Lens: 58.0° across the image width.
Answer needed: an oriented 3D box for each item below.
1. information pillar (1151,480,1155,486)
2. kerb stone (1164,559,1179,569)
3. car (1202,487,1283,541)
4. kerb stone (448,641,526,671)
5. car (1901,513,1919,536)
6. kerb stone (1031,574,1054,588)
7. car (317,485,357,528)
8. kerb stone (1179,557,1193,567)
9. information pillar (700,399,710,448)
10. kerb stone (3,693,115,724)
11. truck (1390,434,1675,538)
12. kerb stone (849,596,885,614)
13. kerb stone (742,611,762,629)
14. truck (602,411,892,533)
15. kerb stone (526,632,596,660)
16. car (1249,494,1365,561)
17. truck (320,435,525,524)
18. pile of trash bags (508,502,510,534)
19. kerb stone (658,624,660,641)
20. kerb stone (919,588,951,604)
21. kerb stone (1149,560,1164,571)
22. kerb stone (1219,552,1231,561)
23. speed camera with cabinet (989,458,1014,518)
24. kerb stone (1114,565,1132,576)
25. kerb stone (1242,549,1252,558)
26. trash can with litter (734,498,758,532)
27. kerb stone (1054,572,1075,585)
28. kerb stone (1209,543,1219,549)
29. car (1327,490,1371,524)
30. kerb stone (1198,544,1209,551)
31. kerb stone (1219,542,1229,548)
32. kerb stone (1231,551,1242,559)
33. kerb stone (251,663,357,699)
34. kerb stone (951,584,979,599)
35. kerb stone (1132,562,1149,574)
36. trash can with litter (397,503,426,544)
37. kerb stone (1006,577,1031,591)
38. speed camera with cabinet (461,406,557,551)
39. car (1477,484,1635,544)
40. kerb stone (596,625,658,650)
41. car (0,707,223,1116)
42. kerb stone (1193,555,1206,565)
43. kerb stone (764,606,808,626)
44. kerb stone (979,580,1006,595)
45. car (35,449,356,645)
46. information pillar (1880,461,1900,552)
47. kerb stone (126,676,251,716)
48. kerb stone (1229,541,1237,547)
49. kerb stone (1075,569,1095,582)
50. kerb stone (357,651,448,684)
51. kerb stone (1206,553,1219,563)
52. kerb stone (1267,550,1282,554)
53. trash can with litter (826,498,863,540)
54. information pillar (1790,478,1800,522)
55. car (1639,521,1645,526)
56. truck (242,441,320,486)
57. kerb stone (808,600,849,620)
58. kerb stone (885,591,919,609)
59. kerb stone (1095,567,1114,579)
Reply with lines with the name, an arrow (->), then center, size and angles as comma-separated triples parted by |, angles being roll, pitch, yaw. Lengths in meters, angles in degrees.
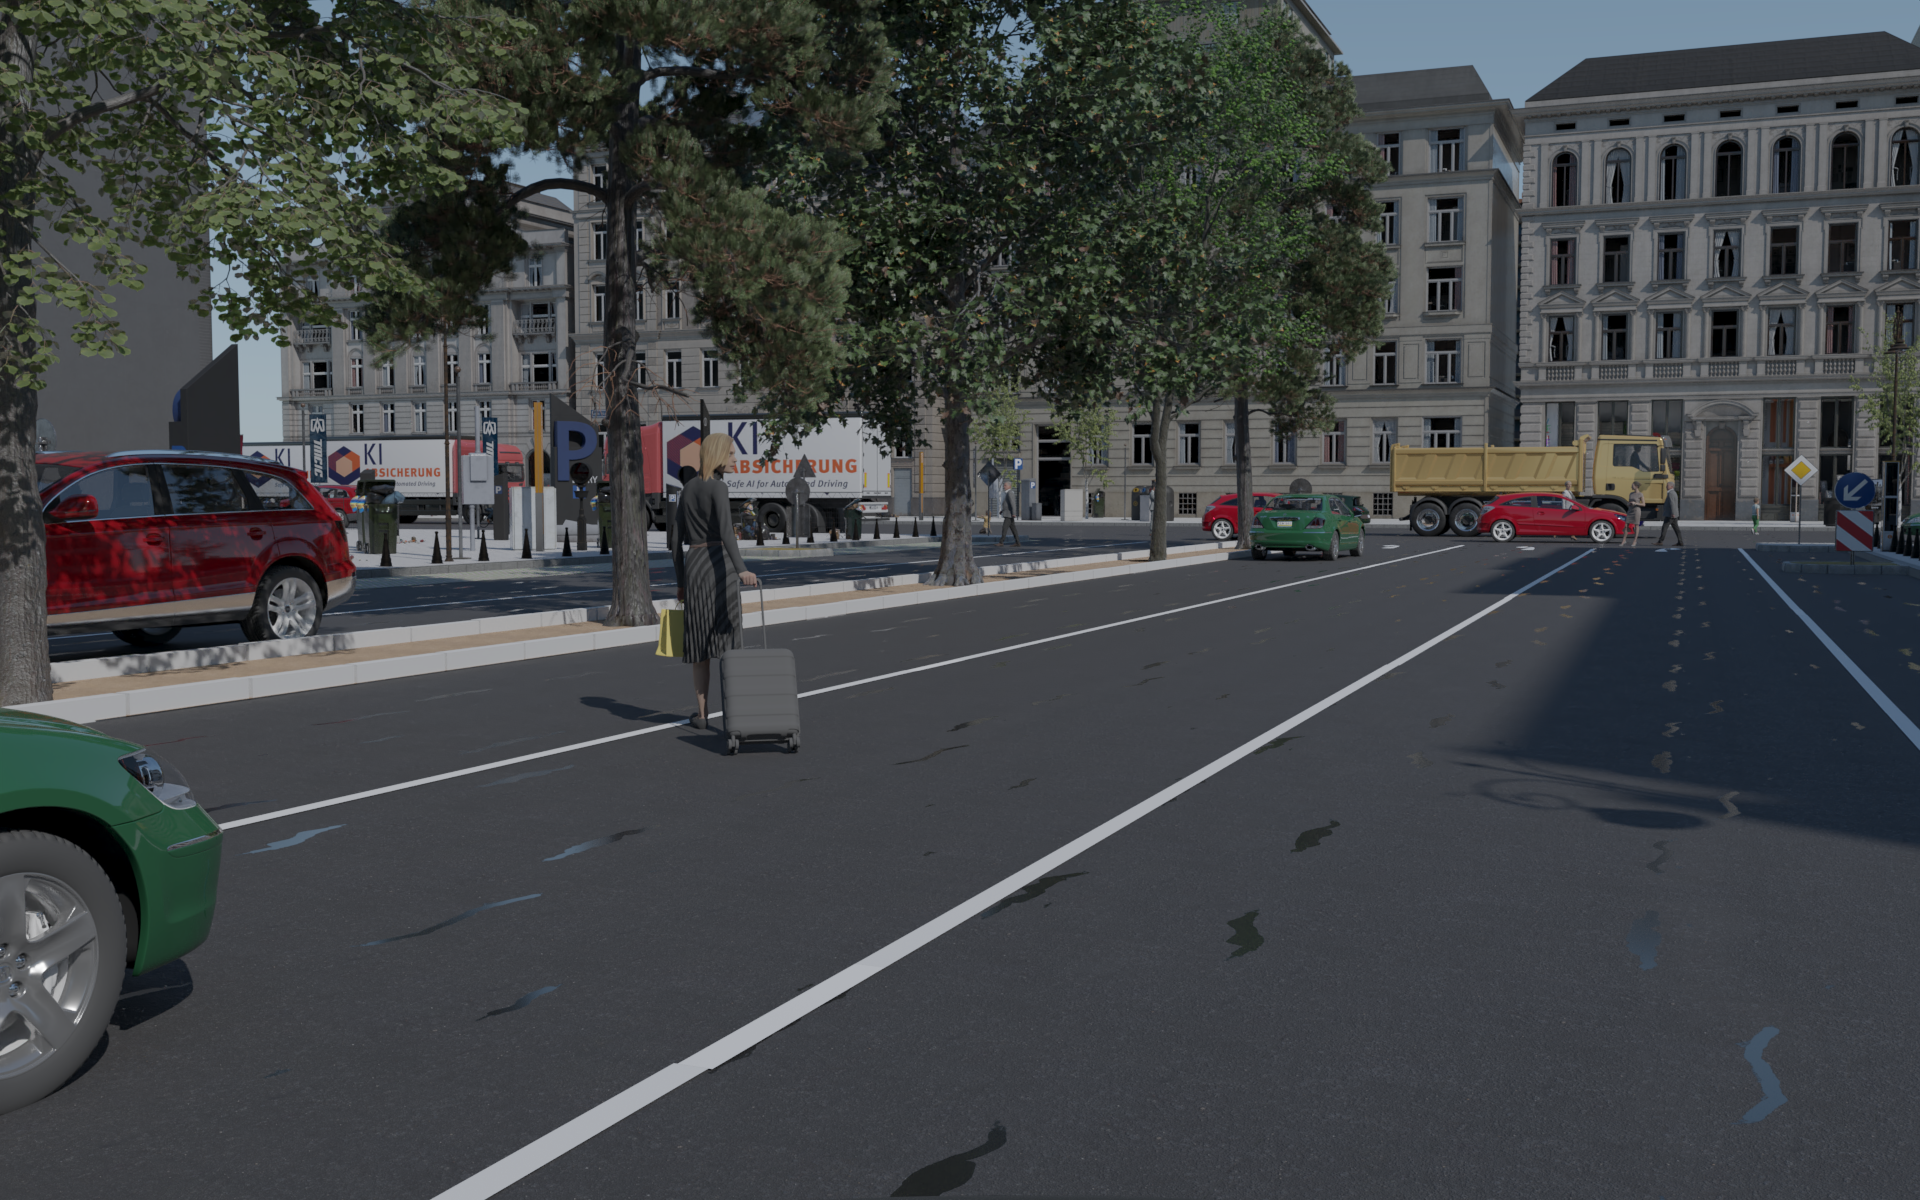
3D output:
information pillar -> 9.889, -5.090, 87.706 | 0.304, 2.012, 0.304 | -3, 4, -37
kerb stone -> 3.988, -0.689, 33.464 | 0.120, 0.150, 1.000 | 1, 4, 23
car -> 9.727, -2.715, 53.429 | 4.494, 1.783, 2.155 | 2, 4, 23
kerb stone -> -4.005, 0.472, 14.477 | 0.120, 0.150, 1.000 | 1, 4, 23
car -> 30.692, -2.420, 51.359 | 4.920, 1.459, 2.131 | 2, 4, 23
kerb stone -> 1.192, -0.280, 26.815 | 0.120, 0.150, 1.000 | 1, 4, 23
car -> -26.468, -3.900, 72.445 | 5.304, 1.827, 2.281 | 1, 4, 23
kerb stone -> 4.389, -0.747, 34.411 | 0.120, 0.150, 1.000 | 1, 4, 23
information pillar -> -6.292, -3.147, 42.809 | 0.183, 3.616, 0.504 | 1, 4, 12
kerb stone -> -5.603, 0.705, 10.676 | 0.120, 0.150, 1.000 | 1, 4, 23
truck -> 19.515, -3.789, 57.881 | 9.791, 3.379, 3.469 | 1, 4, 22
kerb stone -> -1.209, 0.069, 21.111 | 0.120, 0.150, 1.000 | 1, 4, 23
kerb stone -> -2.403, 0.244, 18.275 | 0.120, 0.150, 1.000 | 1, 4, 23
truck -> -8.025, -4.451, 61.692 | 11.283, 4.237, 2.839 | 1, 4, 22
kerb stone -> -3.611, 0.414, 15.428 | 0.120, 0.150, 1.000 | 1, 4, 23
car -> 7.824, -1.652, 38.810 | 2.131, 1.459, 4.920 | 2, 4, 24
truck -> -25.728, -5.803, 83.794 | 11.283, 4.237, 2.839 | 1, 4, 22
pile of trash bags -> -13.795, -2.856, 56.455 | 1.912, 1.369, 3.447 | 0, 4, 7
kerb stone -> -2.806, 0.302, 17.326 | 0.120, 0.150, 1.000 | 1, 4, 23
kerb stone -> -0.409, -0.049, 23.005 | 0.120, 0.150, 1.000 | 1, 4, 23
kerb stone -> 3.593, -0.631, 32.517 | 0.120, 0.150, 1.000 | 1, 4, 23
kerb stone -> 5.585, -0.921, 37.256 | 0.120, 0.150, 1.000 | 1, 4, 23
speed camera with cabinet -> 2.273, -6.180, 95.372 | 0.660, 3.252, 2.038 | -2, 4, -26
kerb stone -> 2.787, -0.508, 30.618 | 0.120, 0.150, 1.000 | 1, 4, 23
kerb stone -> 6.385, -1.037, 39.154 | 0.120, 0.150, 1.000 | 1, 4, 23
trash can with litter -> -6.787, -2.586, 53.669 | 1.055, 1.170, 0.624 | 1, 4, 20
kerb stone -> 1.590, -0.341, 27.764 | 0.120, 0.150, 1.000 | 1, 4, 23
kerb stone -> 6.423, -1.374, 44.652 | 0.120, 0.150, 1.000 | 1, 4, 23
car -> 14.152, -3.606, 68.740 | 4.222, 1.686, 2.009 | 1, 4, 22
kerb stone -> 6.027, -1.316, 43.706 | 0.120, 0.150, 1.000 | 1, 4, 23
kerb stone -> 6.825, -1.431, 45.596 | 0.120, 0.150, 1.000 | 1, 4, 23
kerb stone -> 5.986, -0.978, 38.209 | 0.120, 0.150, 1.000 | 1, 4, 23
kerb stone -> -4.804, 0.592, 12.587 | 0.120, 0.150, 1.000 | 1, 4, 23
kerb stone -> -0.017, -0.102, 23.960 | 0.120, 0.150, 1.000 | 1, 4, 23
kerb stone -> 3.196, -0.573, 31.571 | 0.120, 0.150, 1.000 | 1, 4, 23
trash can with litter -> -14.698, -2.124, 45.788 | 1.678, 1.210, 2.233 | 1, 4, 9
kerb stone -> 0.787, -0.222, 25.864 | 0.120, 0.150, 1.000 | 1, 4, 23
speed camera with cabinet -> -10.268, -2.756, 39.394 | 2.038, 3.252, 0.660 | -1, 4, -21
car -> 17.680, -2.591, 51.403 | 4.494, 1.783, 2.155 | 1, 4, 21
kerb stone -> -3.206, 0.356, 16.373 | 0.120, 0.150, 1.000 | 1, 4, 23
car -> -3.549, 0.539, 2.984 | 2.131, 1.459, 4.920 | 1, 4, 22
kerb stone -> 4.786, -0.805, 35.356 | 0.120, 0.150, 1.000 | 1, 4, 23
kerb stone -> -2.005, 0.182, 19.220 | 0.120, 0.150, 1.000 | 1, 4, 23
kerb stone -> 0.390, -0.166, 24.916 | 0.120, 0.150, 1.000 | 1, 4, 23
car -> -7.594, -0.373, 14.770 | 2.281, 1.827, 5.304 | 2, 4, 24
information pillar -> 20.679, -2.081, 38.517 | 0.304, 2.012, 0.304 | 1, 4, 20
kerb stone -> -5.208, 0.646, 11.637 | 0.120, 0.150, 1.000 | 1, 4, 23
kerb stone -> 7.222, -1.489, 46.547 | 0.120, 0.150, 1.000 | 1, 4, 23
kerb stone -> 1.988, -0.396, 28.710 | 0.120, 0.150, 1.000 | 1, 4, 23
kerb stone -> -4.403, 0.533, 13.531 | 0.120, 0.150, 1.000 | 1, 4, 23
kerb stone -> 5.183, -0.863, 36.309 | 0.120, 0.150, 1.000 | 1, 4, 23
kerb stone -> 7.584, -1.212, 42.013 | 0.120, 0.150, 1.000 | 1, 4, 23
trash can with litter -> -3.247, -2.288, 48.797 | 1.055, 1.170, 0.624 | 0, 4, -2
information pillar -> 37.760, -4.513, 78.275 | 0.304, 2.012, 0.304 | -2, 4, -30
car -> 22.927, -3.098, 63.234 | 3.894, 1.354, 1.945 | 1, 4, 23
truck -> -33.651, -6.358, 92.869 | 11.283, 4.237, 2.839 | 2, 4, 24
kerb stone -> -1.604, 0.131, 20.164 | 0.120, 0.150, 1.000 | 1, 4, 23
kerb stone -> -0.811, 0.009, 22.056 | 0.120, 0.150, 1.000 | 1, 4, 23
kerb stone -> 2.387, -0.454, 29.655 | 0.120, 0.150, 1.000 | 1, 4, 23
